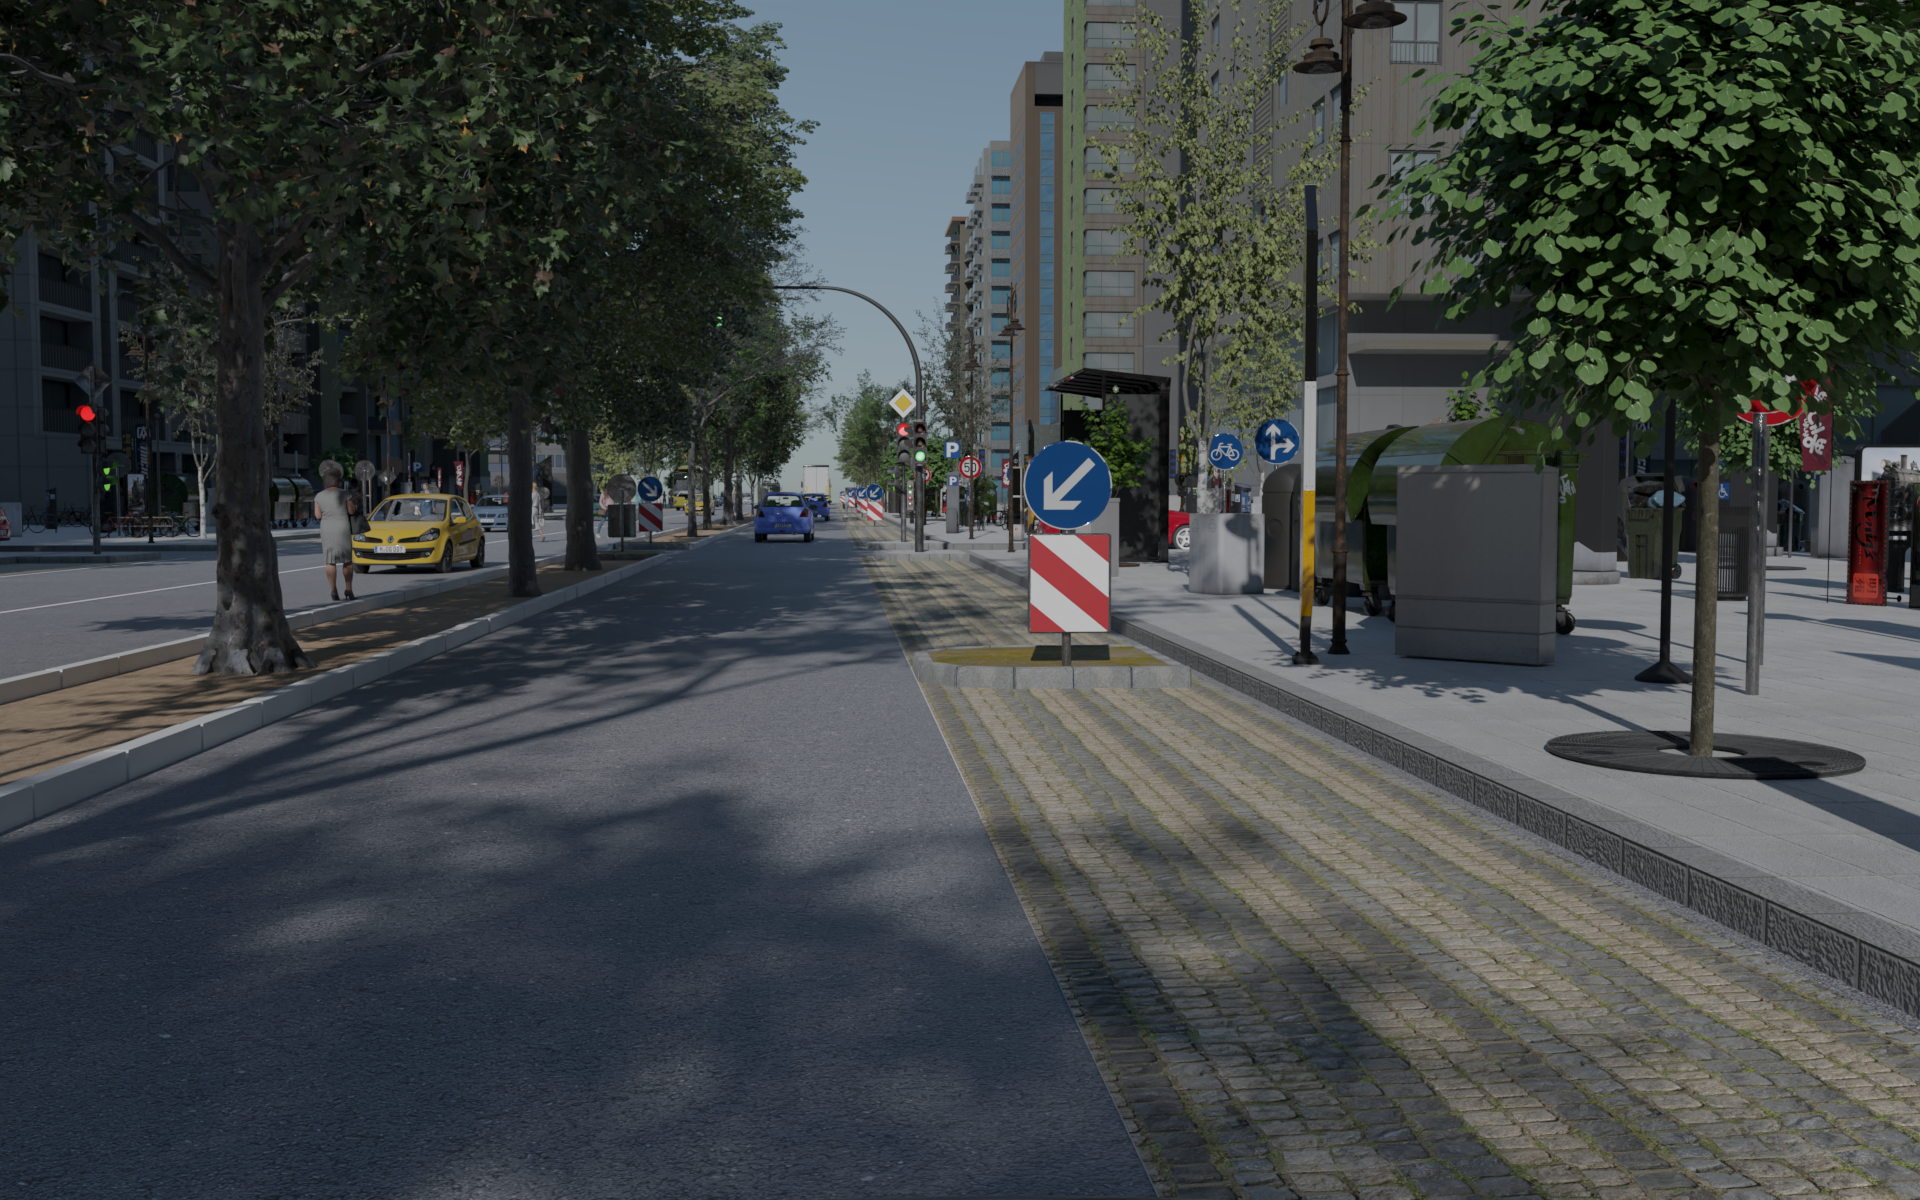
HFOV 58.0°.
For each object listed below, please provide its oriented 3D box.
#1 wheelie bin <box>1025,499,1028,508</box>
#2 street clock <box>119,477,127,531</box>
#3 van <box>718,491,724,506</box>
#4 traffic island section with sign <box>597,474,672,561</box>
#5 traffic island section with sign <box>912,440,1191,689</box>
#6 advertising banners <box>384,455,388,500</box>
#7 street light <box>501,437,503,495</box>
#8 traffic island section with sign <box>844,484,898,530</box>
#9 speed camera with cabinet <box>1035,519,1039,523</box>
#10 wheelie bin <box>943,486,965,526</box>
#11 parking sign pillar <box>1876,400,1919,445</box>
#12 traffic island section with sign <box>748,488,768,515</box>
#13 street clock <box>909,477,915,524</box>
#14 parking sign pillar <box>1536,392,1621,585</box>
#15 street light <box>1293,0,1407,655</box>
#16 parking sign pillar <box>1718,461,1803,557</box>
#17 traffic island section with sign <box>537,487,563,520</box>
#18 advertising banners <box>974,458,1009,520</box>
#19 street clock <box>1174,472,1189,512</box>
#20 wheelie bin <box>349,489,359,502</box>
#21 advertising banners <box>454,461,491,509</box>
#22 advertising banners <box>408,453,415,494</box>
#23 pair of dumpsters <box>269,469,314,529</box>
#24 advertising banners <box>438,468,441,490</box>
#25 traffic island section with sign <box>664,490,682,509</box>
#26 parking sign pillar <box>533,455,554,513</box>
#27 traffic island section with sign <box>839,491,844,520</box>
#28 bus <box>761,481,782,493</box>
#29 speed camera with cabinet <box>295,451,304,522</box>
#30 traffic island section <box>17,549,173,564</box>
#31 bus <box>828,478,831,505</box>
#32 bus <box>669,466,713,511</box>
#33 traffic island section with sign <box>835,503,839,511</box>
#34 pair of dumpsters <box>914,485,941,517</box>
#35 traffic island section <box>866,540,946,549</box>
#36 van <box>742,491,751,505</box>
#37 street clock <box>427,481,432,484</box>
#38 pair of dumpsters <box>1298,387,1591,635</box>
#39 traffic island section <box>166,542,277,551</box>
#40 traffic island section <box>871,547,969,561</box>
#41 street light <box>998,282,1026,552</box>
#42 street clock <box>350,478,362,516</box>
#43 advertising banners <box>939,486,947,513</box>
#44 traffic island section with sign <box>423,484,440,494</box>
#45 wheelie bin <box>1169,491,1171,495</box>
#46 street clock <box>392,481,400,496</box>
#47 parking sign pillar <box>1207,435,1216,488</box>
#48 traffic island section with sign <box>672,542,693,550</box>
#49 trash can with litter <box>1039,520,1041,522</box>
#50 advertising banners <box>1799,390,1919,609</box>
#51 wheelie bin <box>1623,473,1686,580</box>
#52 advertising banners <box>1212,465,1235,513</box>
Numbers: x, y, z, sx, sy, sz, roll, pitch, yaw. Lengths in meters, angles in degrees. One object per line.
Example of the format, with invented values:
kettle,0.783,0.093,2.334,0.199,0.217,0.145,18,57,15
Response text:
wheelie bin,2.517,-3.884,71.418,0.980,1.594,0.693,-3,5,-44
street clock,-29.062,-3.405,60.241,0.471,2.002,0.358,-2,4,-34
van,-28.816,-12.635,213.595,2.013,2.044,4.112,0,4,-5
traffic island section with sign,-7.498,-1.827,38.006,2.006,1.907,1.989,0,4,-4
traffic island section with sign,0.639,-0.304,13.601,1.989,1.847,2.006,0,4,-4
advertising banners,-23.777,-4.627,71.841,0.090,3.025,2.074,-1,4,-13
street light,-24.702,-7.373,93.343,0.468,5.910,1.993,0,4,-4
traffic island section with sign,-3.506,-3.674,68.704,1.989,1.847,2.006,0,4,-4
speed camera with cabinet,3.984,-4.994,75.982,0.660,3.252,2.038,-3,5,-40
wheelie bin,-0.116,-3.820,70.371,0.980,1.594,0.693,-2,4,-29
parking sign pillar,26.941,-3.755,49.869,1.447,3.967,1.447,-1,4,-19
traffic island section with sign,-13.681,-6.861,120.321,2.006,1.907,1.989,0,4,-4
street clock,-2.085,-4.315,75.128,0.358,2.002,0.471,0,4,-4
parking sign pillar,8.810,-2.234,25.004,1.447,3.967,1.447,-3,5,-41
street light,3.043,-2.505,13.741,0.468,5.910,1.993,0,4,-4
parking sign pillar,16.410,-2.912,36.088,1.447,3.967,1.447,-1,4,-21
traffic island section with sign,-22.773,-5.260,94.636,1.989,1.847,2.006,0,4,-4
advertising banners,1.547,-5.415,84.715,2.074,3.025,0.090,-1,4,-9
street clock,7.406,-3.257,57.827,0.471,2.002,0.358,-2,4,-32
wheelie bin,-41.574,-6.772,118.632,0.693,1.594,0.980,2,4,23
advertising banners,-26.071,-5.899,92.629,2.074,3.025,0.090,-3,5,-40
advertising banners,-23.609,-4.793,74.551,0.090,3.025,2.074,-1,4,-12
pair of dumpsters,-25.622,-3.818,64.914,1.574,2.255,4.437,0,4,-4
advertising banners,-34.894,-7.273,115.095,0.090,3.025,2.074,-3,5,-40
traffic island section with sign,-28.547,-9.966,171.576,1.989,1.847,2.006,0,4,-4
parking sign pillar,-28.548,-7.953,118.507,1.447,3.967,1.447,0,4,-3
traffic island section with sign,-5.521,-5.325,95.688,1.989,1.847,2.006,0,4,-4
bus,-25.825,-14.769,236.334,2.948,3.499,13.247,0,4,-6
speed camera with cabinet,-30.865,-5.264,80.399,0.660,3.252,2.038,-1,4,-11
traffic island section,-18.428,-0.897,36.953,2.009,0.180,2.903,0,4,-4
bus,-18.685,-14.749,232.692,2.896,3.916,12.252,0,4,-5
bus,-23.568,-9.870,152.928,2.896,3.916,12.252,0,4,-4
traffic island section with sign,-9.201,-8.313,144.552,1.989,1.847,2.006,0,4,-4
pair of dumpsters,-1.830,-5.824,97.722,1.574,2.255,4.437,0,4,-4
traffic island section,-1.484,-1.464,46.224,2.009,0.180,2.903,0,4,-4
van,-28.658,-13.800,232.637,2.013,2.044,4.112,0,4,-5
street clock,-29.394,-5.566,95.581,0.358,2.002,0.471,2,4,34
pair of dumpsters,4.811,-0.930,17.704,1.574,2.255,4.437,0,4,-4
traffic island section,-19.026,-1.384,44.916,2.009,0.180,2.903,0,4,-4
traffic island section,-0.886,-0.977,38.261,2.009,0.180,2.903,0,4,-4
street light,1.125,-3.984,37.933,0.468,5.910,1.993,0,4,-4
street clock,-26.700,-4.406,76.604,0.471,2.002,0.358,1,4,22
advertising banners,-0.938,-7.338,116.172,2.074,3.025,0.090,1,4,11
traffic island section with sign,-20.753,-3.616,67.756,1.989,1.847,2.006,0,4,-4
wheelie bin,9.894,-4.676,84.367,0.693,1.594,0.980,1,4,22
street clock,-32.188,-5.766,98.847,0.471,2.002,0.358,3,5,40
parking sign pillar,11.303,-5.516,78.651,1.447,3.967,1.447,1,4,16
traffic island section with sign,-8.043,-2.279,45.393,2.006,1.907,1.989,0,4,-4
trash can with litter,3.264,-3.394,66.878,0.624,1.170,1.055,1,4,12
advertising banners,10.453,-1.446,19.836,0.090,3.025,2.074,-2,4,-28
wheelie bin,10.504,-1.119,26.200,0.693,1.594,0.980,-2,4,-33
advertising banners,8.120,-3.449,52.584,0.090,3.025,2.074,-1,4,-18
